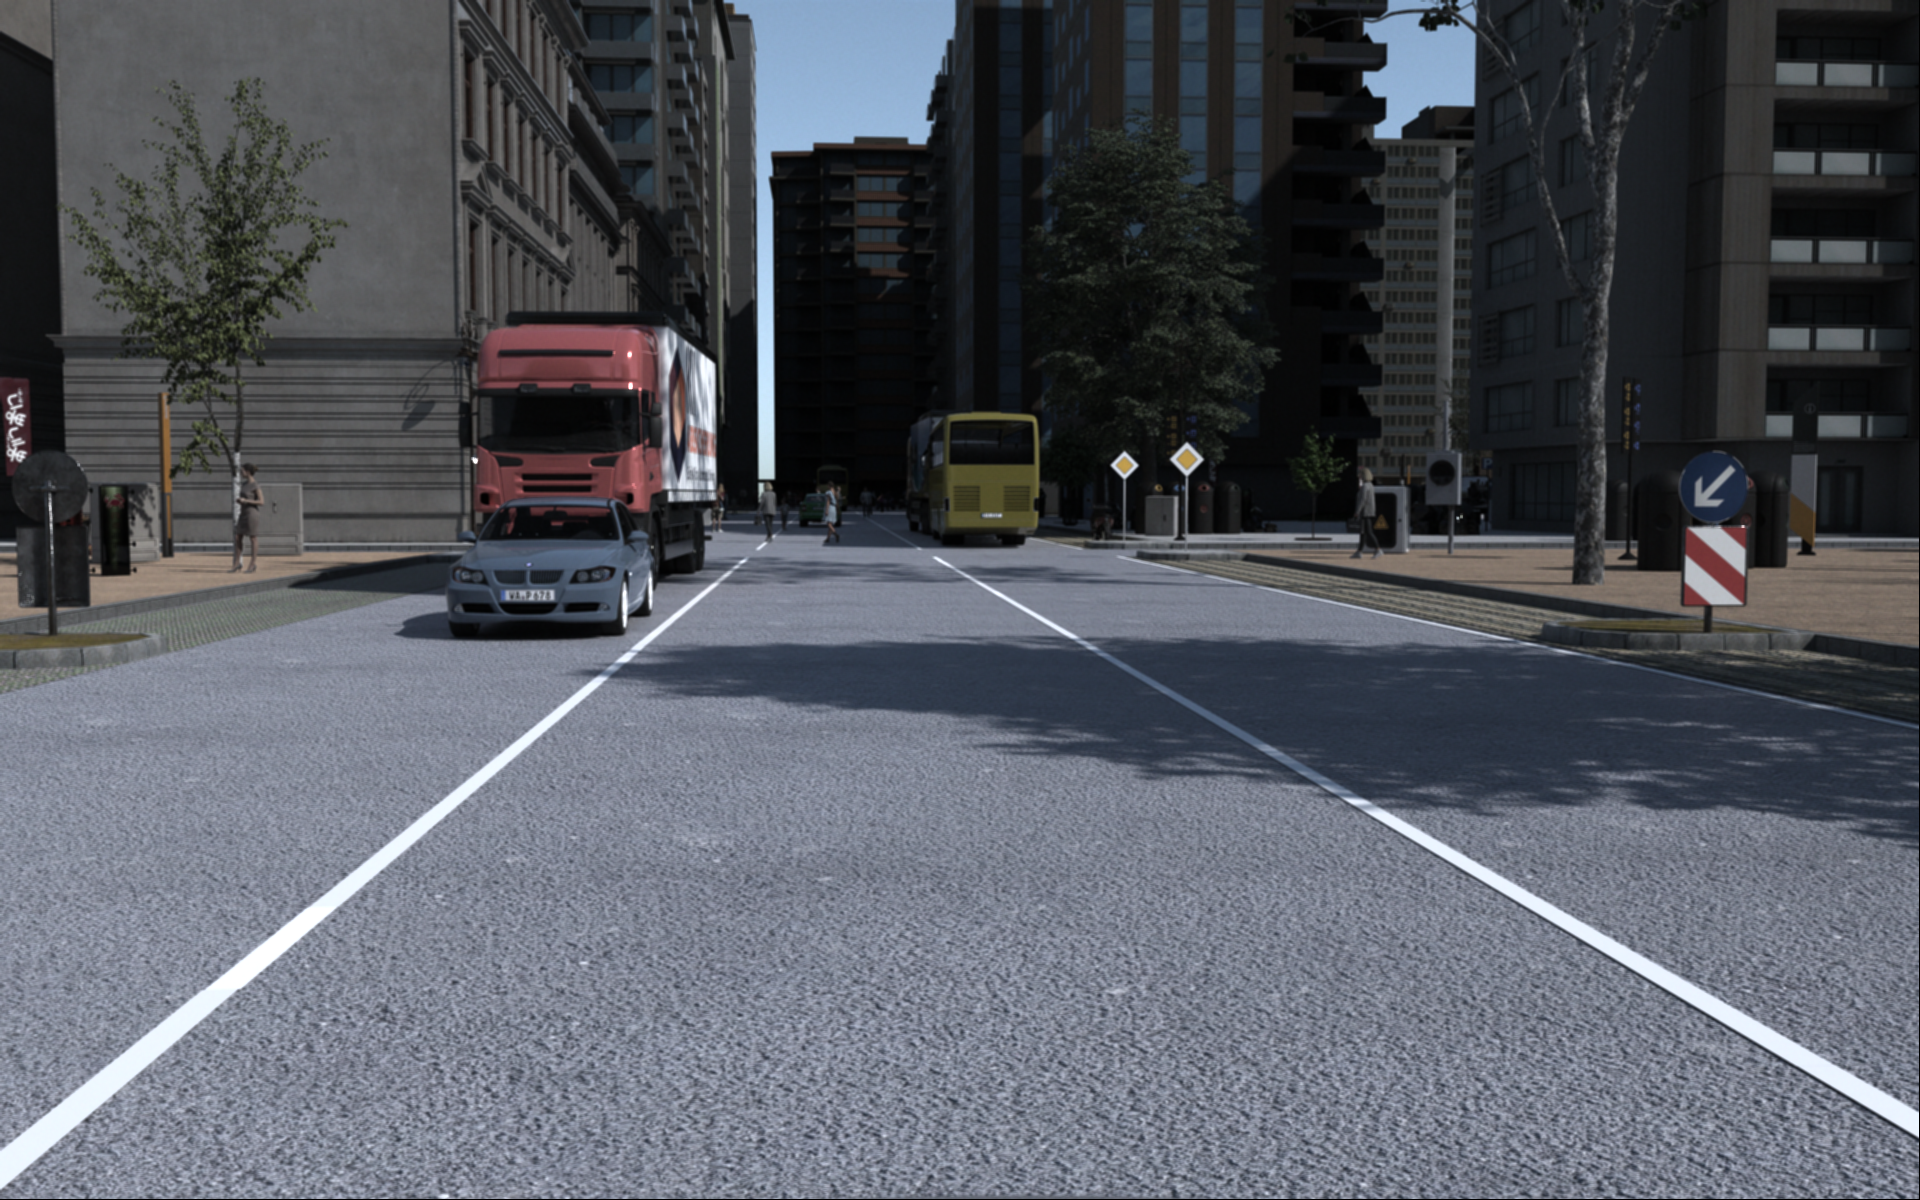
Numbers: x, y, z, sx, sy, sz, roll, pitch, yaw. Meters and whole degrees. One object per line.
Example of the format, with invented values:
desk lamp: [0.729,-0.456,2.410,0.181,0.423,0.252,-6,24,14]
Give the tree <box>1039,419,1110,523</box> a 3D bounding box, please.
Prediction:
tree: [4.887,-5.640,75.926,4.285,4.588,4.351,0,3,0]

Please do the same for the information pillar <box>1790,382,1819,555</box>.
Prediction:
information pillar: [17.723,-2.751,36.334,0.504,3.616,0.183,3,4,36]

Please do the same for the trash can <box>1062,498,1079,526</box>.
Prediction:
trash can: [4.449,-3.564,69.924,0.748,1.137,0.748,0,3,0]

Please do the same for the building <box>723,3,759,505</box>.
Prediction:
building: [-38.998,-40.941,211.376,28.212,58.520,21.231,0,4,-4]

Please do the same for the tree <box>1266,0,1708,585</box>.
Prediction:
tree: [9.748,-10.358,25.250,12.611,20.169,13.585,0,3,0]

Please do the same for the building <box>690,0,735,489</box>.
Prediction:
building: [-37.670,-36.097,179.423,27.495,52.752,28.713,0,4,-4]

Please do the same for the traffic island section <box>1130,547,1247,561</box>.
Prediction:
traffic island section: [5.061,-0.988,38.442,2.009,0.180,2.903,0,4,-4]

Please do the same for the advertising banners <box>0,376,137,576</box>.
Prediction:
advertising banners: [-13.651,-1.853,26.481,0.090,3.025,2.074,2,4,35]

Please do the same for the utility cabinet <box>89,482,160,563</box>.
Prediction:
utility cabinet: [-15.506,-1.438,32.187,0.318,1.500,1.173,2,4,32]

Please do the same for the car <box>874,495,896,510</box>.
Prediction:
car: [-6.814,-8.900,158.088,1.945,1.354,3.894,0,4,-5]

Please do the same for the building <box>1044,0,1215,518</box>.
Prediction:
building: [7.141,-28.109,109.686,14.600,45.320,14.200,0,4,-4]

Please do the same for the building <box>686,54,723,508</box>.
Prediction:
building: [-29.021,-28.904,156.170,14.154,41.232,14.086,0,4,-4]

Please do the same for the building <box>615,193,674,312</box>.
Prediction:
building: [-22.339,-14.295,98.348,10.561,19.102,19.286,0,4,-4]

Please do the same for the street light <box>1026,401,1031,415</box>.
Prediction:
street light: [3.360,-6.841,84.640,0.468,5.910,1.993,0,4,-4]

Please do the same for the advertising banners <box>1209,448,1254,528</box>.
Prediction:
advertising banners: [10.016,-4.163,64.257,2.074,3.025,0.090,-2,4,-24]

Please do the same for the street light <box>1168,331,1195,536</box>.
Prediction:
street light: [6.274,-4.677,49.254,0.468,5.910,1.993,0,4,-4]

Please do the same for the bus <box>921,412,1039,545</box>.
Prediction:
bus: [0.493,-3.668,51.518,2.896,3.916,12.252,0,4,-3]

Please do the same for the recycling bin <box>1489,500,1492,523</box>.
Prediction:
recycling bin: [23.824,-3.903,76.365,0.722,1.027,0.722,-2,4,-35]

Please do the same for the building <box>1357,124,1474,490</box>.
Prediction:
building: [39.870,-30.120,184.335,23.993,40.220,32.217,0,4,-4]

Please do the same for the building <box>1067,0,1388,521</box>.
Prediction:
building: [12.466,-26.775,87.874,14.600,45.320,14.200,0,4,-4]

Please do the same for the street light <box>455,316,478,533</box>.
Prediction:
street light: [-12.744,-4.428,45.181,0.468,5.910,1.993,0,4,-4]

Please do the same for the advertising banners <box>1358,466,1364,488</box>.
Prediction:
advertising banners: [25.548,-6.835,107.948,2.074,3.025,0.090,-2,4,-32]

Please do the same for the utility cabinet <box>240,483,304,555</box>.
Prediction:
utility cabinet: [-14.309,-1.672,36.009,1.173,1.500,0.318,-1,4,-11]

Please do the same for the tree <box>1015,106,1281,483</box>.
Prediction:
tree: [6.408,-9.227,57.509,9.857,13.997,8.962,0,3,0]

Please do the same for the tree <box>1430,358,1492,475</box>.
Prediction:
tree: [27.796,-8.796,94.178,4.360,8.622,3.978,0,3,0]

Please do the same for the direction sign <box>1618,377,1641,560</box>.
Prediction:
direction sign: [13.074,-2.556,33.792,0.379,3.537,0.876,3,5,41]

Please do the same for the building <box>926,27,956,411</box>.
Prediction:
building: [8.018,-34.422,182.414,23.786,49.044,30.456,0,4,-4]

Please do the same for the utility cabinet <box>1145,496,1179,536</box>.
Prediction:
utility cabinet: [6.176,-2.564,53.084,1.020,1.237,0.306,3,4,37]

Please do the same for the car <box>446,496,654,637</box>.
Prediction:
car: [-4.383,-0.428,19.002,2.014,1.417,4.499,0,4,-5]

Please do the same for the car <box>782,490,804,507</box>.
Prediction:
car: [-17.455,-10.541,181.011,2.281,1.827,5.304,0,4,-5]

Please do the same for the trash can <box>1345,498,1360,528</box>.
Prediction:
trash can: [14.127,-3.076,61.939,0.748,1.137,0.748,0,3,0]

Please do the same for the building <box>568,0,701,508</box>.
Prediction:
building: [-31.822,-31.426,133.417,23.786,49.044,30.456,0,4,-4]

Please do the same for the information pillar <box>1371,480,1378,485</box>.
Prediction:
information pillar: [20.903,-5.070,87.386,0.304,2.012,0.304,2,4,28]

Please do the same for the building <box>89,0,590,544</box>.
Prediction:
building: [-18.783,-13.336,54.193,11.583,22.565,21.152,0,4,-4]

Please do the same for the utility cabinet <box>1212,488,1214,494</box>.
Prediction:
utility cabinet: [10.108,-3.640,68.191,0.318,1.500,1.173,3,5,40]

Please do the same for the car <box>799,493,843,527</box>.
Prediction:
car: [-6.164,-4.157,76.763,1.959,1.807,4.718,0,4,-3]

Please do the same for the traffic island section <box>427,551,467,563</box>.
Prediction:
traffic island section: [-10.135,-0.916,37.265,2.009,0.180,2.903,0,4,-4]

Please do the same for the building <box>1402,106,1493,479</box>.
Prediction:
building: [58.309,-33.245,193.665,14.200,45.320,14.600,0,4,-4]

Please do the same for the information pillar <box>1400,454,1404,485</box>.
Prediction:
information pillar: [25.740,-6.700,100.898,0.183,3.616,0.504,0,4,-2]

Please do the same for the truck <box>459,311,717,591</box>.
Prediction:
truck: [-5.822,-2.448,28.932,2.839,4.237,11.283,0,4,-3]

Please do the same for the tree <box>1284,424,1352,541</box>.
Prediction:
tree: [9.772,-3.285,48.311,1.663,3.219,1.824,0,3,0]

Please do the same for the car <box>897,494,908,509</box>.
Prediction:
car: [-4.959,-9.440,164.133,2.009,1.686,4.222,0,4,-3]

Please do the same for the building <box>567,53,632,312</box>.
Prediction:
building: [-22.497,-14.358,76.555,13.314,21.916,24.055,0,4,-4]

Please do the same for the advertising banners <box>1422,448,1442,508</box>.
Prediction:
advertising banners: [18.017,-4.272,66.036,0.090,3.025,2.074,2,4,34]

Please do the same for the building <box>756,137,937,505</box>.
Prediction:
building: [-10.522,-34.290,215.268,28.867,44.769,22.147,0,4,-4]

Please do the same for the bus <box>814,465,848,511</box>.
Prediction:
bus: [-10.833,-9.459,146.199,2.896,3.916,12.252,0,4,-5]

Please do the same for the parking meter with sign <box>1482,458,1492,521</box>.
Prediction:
parking meter with sign: [25.054,-5.254,82.162,0.543,3.016,1.738,1,4,14]

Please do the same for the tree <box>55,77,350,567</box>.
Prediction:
tree: [-12.855,-4.869,29.972,4.737,8.622,4.395,0,3,0]

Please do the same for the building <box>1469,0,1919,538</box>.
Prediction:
building: [25.874,-22.755,55.640,14.086,41.232,14.154,0,4,-4]

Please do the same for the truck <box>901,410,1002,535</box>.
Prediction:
truck: [-0.422,-4.575,63.714,2.839,4.237,11.283,0,4,-6]

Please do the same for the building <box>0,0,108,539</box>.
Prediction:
building: [-37.420,-12.966,48.145,21.152,22.565,11.583,0,4,-4]

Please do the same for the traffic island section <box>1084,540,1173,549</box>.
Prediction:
traffic island section: [4.439,-1.475,46.403,2.009,0.180,2.903,0,4,-4]

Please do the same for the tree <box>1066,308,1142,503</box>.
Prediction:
tree: [5.872,-7.132,66.971,4.360,8.622,3.978,0,3,0]

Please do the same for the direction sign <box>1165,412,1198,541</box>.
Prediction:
direction sign: [6.106,-3.416,47.852,0.876,3.537,0.379,0,4,8]
